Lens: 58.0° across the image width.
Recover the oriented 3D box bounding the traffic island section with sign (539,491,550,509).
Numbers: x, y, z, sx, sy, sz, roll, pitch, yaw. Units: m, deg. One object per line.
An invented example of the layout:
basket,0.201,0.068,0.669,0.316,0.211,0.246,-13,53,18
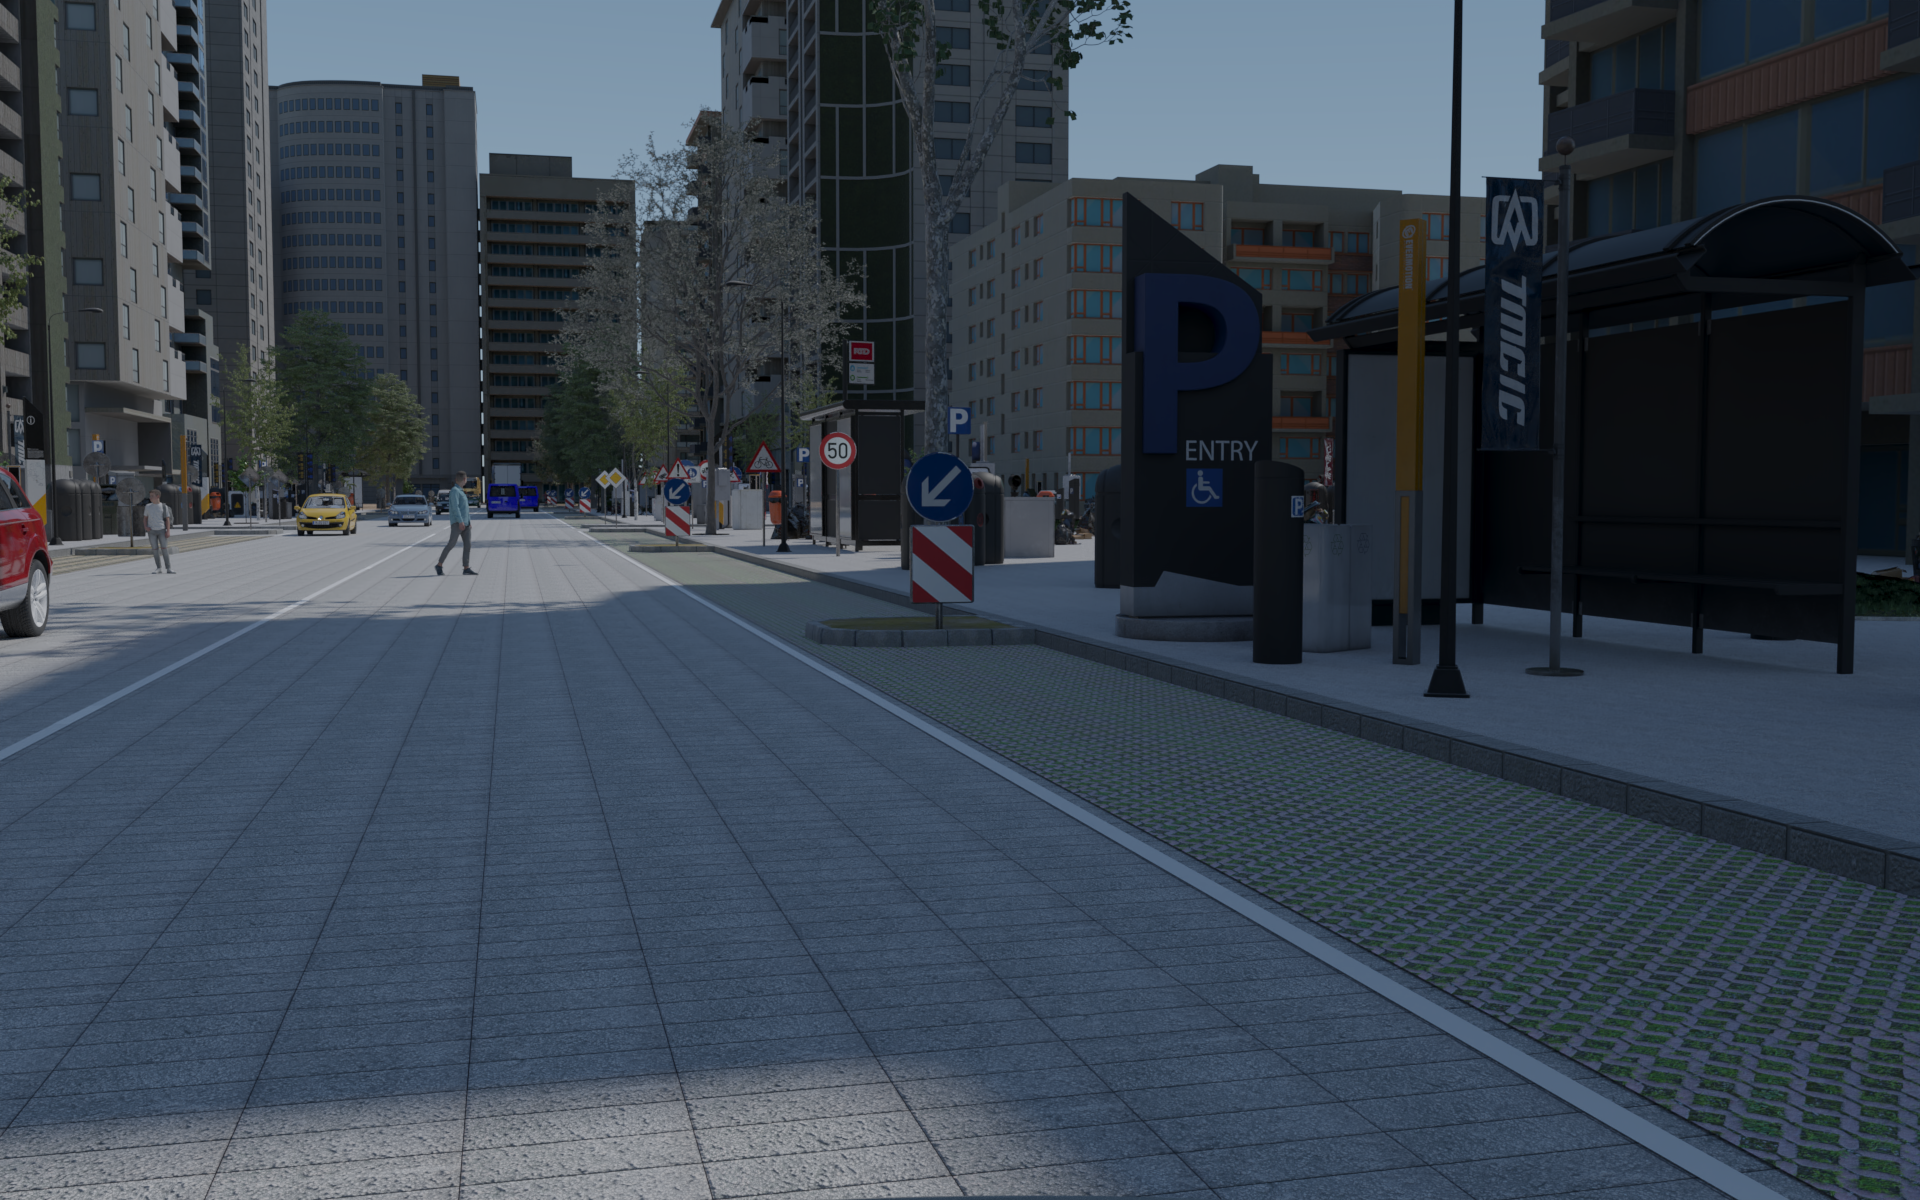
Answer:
traffic island section with sign,-40.419,-9.975,171.711,1.989,1.847,2.006,-1,4,-14

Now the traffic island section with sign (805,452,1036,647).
traffic island section with sign,-0.475,-0.516,17.066,1.989,1.847,2.006,-1,4,-14

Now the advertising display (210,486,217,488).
advertising display,-58.912,-8.049,136.817,0.123,1.923,0.974,0,4,2

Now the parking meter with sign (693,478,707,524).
parking meter with sign,-10.795,-4.762,74.114,0.543,3.016,1.738,1,4,11

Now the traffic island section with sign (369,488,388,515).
traffic island section with sign,-40.217,-6.841,120.474,1.989,1.847,2.006,-1,4,-14

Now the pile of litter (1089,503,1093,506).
pile of litter,6.046,-4.073,80.566,1.719,0.858,1.176,0,4,-6

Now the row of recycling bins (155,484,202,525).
row of recycling bins,-32.839,-4.011,72.698,1.069,1.692,3.534,0,4,-4

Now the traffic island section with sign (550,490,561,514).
traffic island section with sign,-28.161,-7.073,124.278,1.989,1.847,2.006,-1,4,-14

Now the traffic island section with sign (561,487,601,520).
traffic island section with sign,-21.287,-5.445,97.647,1.989,1.847,2.006,-1,4,-14

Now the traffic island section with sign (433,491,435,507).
traffic island section with sign,-59.615,-11.436,195.606,1.989,1.847,2.006,-1,4,-14

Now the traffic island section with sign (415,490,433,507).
traffic island section with sign,-52.808,-9.822,169.218,1.989,1.847,2.006,-1,4,-14

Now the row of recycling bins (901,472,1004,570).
row of recycling bins,-0.140,-1.443,30.701,1.069,1.692,3.534,1,4,21

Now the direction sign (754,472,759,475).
direction sign,-12.191,-6.839,103.816,0.379,3.537,0.876,-2,4,-28

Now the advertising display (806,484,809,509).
advertising display,-10.110,-6.439,110.497,0.974,1.923,0.123,1,4,14

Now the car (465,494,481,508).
car,-50.999,-10.329,180.670,2.131,1.459,4.920,-1,4,-13

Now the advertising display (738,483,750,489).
advertising display,-12.557,-5.903,101.721,0.974,1.923,0.123,0,4,7

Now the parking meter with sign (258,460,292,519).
parking meter with sign,-35.014,-5.651,88.661,1.738,3.016,0.543,1,4,21

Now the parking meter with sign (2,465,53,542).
parking meter with sign,-25.083,-3.037,45.912,1.738,3.016,0.543,-1,4,-22

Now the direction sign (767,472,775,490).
direction sign,-15.187,-8.996,139.087,0.379,3.537,0.876,3,4,38

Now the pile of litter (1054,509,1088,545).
pile of litter,2.193,-1.839,44.040,1.719,0.858,1.176,2,4,23

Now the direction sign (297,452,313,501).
direction sign,-35.687,-6.267,94.465,0.379,3.537,0.876,3,5,39

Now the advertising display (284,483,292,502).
advertising display,-38.453,-5.698,98.377,0.974,1.923,0.123,0,4,0

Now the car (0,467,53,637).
car,-9.887,-0.431,15.723,2.281,1.827,5.304,-1,4,-13

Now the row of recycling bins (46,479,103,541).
row of recycling bins,-24.732,-2.531,48.496,1.069,1.692,3.534,-1,4,-15

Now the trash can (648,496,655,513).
trash can,-20.351,-6.315,114.896,0.748,1.137,0.748,0,3,0

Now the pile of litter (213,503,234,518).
pile of litter,-39.829,-4.856,93.357,1.176,0.858,1.719,1,4,18

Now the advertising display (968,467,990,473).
advertising display,0.214,-2.172,40.731,0.974,1.923,0.123,0,4,-2

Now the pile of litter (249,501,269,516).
pile of litter,-41.362,-5.390,102.087,1.176,0.858,1.719,0,4,-4

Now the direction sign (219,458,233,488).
direction sign,-45.838,-7.131,108.585,0.876,3.537,0.379,2,4,34

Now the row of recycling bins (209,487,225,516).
row of recycling bins,-44.022,-5.773,101.497,1.069,1.692,3.534,1,4,22

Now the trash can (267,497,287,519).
trash can,-34.387,-4.642,87.551,0.748,1.137,0.748,0,3,0

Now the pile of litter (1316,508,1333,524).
pile of litter,10.854,-2.349,52.374,1.719,0.858,1.176,1,4,17

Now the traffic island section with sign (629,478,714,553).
traffic island section with sign,-7.226,-2.112,43.165,1.989,1.847,2.006,-1,4,-14

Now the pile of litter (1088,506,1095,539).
pile of litter,3.334,-2.176,49.544,1.176,0.858,1.719,2,4,33

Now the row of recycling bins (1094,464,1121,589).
row of recycling bins,3.203,-1.076,24.706,3.534,1.692,1.069,-3,5,-44

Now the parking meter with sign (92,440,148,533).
parking meter with sign,-27.484,-3.705,56.845,0.543,3.016,1.738,2,4,27

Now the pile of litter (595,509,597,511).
pile of litter,-27.355,-7.258,132.626,1.176,0.858,1.719,2,4,33

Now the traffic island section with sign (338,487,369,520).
traffic island section with sign,-33.410,-5.228,94.112,1.989,1.847,2.006,-1,4,-14

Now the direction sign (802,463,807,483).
direction sign,-11.435,-8.095,124.345,0.876,3.537,0.379,1,4,8

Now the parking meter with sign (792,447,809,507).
parking meter with sign,-6.066,-4.245,65.667,0.543,3.016,1.738,-1,4,-15

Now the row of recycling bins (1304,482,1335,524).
row of recycling bins,13.569,-3.255,60.334,3.534,1.692,1.069,-1,4,-17

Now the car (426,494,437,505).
car,-62.297,-11.941,205.025,2.009,1.686,4.222,-1,4,-14

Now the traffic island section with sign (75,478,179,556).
traffic island section with sign,-19.715,-1.986,41.107,1.989,1.847,2.006,-1,4,-14

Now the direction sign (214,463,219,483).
direction sign,-53.534,-8.158,125.381,0.876,3.537,0.379,0,4,-6

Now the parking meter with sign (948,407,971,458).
parking meter with sign,-0.379,-2.397,35.459,0.543,3.016,1.738,-2,4,-24

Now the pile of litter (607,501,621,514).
pile of litter,-22.179,-6.035,112.634,1.719,0.858,1.176,1,4,21

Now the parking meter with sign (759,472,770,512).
parking meter with sign,-14.255,-7.995,126.978,0.543,3.016,1.738,2,4,25

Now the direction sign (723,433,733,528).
direction sign,-8.706,-4.471,65.096,0.379,3.537,0.876,-2,4,-30

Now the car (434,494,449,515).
car,-35.474,-6.756,120.247,2.009,1.686,4.222,-1,4,-14

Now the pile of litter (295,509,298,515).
pile of litter,-42.027,-5.725,107.563,1.719,0.858,1.176,1,4,20

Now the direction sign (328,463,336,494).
direction sign,-41.756,-7.532,115.142,0.876,3.537,0.379,3,4,39

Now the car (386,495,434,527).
car,-24.574,-4.004,77.465,2.014,1.417,4.499,-1,4,-15

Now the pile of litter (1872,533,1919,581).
pile of litter,12.589,-0.548,22.933,1.719,0.858,1.176,0,4,-5

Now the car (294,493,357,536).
car,-22.175,-3.085,60.671,2.015,1.641,3.980,-1,4,-14
